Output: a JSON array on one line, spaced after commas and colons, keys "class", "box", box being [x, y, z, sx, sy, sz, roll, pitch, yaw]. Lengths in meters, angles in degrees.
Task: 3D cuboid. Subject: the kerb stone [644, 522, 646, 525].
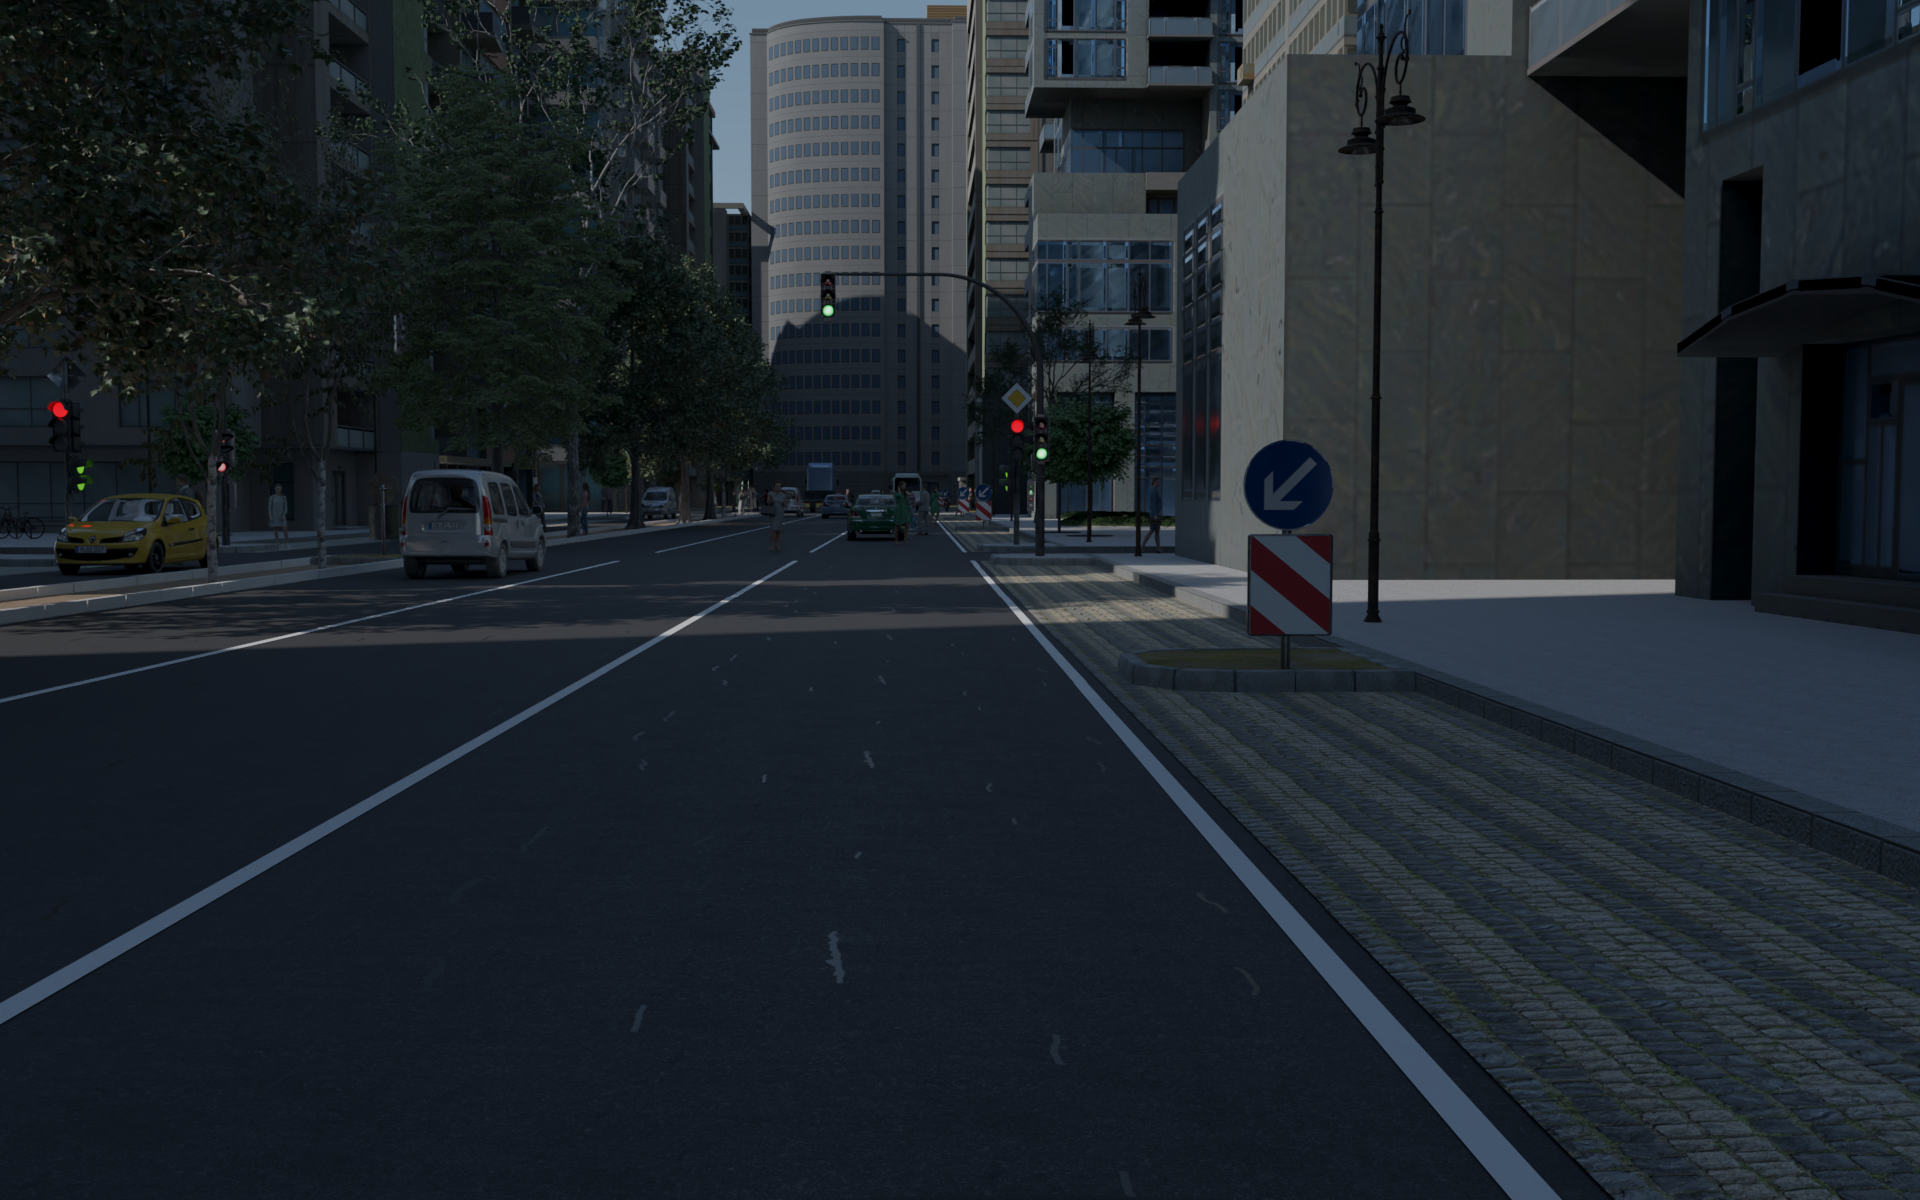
[{"class": "kerb stone", "box": [-14.258, -3.371, 77.309, 0.120, 0.150, 1.000, 0, 4, -2]}]

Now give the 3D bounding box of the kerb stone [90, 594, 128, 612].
[{"class": "kerb stone", "box": [-10.653, 0.042, 21.514, 0.120, 0.150, 1.000, 0, 4, -2]}]

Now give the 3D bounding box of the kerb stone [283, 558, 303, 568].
[{"class": "kerb stone", "box": [-13.082, -0.706, 33.735, 0.120, 0.150, 1.000, 0, 4, -2]}]

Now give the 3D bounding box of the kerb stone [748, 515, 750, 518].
[{"class": "kerb stone", "box": [-12.878, -5.004, 104.011, 0.120, 0.150, 1.000, 0, 4, -2]}]

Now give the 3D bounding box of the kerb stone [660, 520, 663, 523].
[{"class": "kerb stone", "box": [-14.396, -3.683, 82.432, 0.120, 0.150, 1.000, 0, 4, -2]}]

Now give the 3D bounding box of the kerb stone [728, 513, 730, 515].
[{"class": "kerb stone", "box": [-15.192, -5.504, 112.180, 0.120, 0.150, 1.000, 0, 4, -2]}]

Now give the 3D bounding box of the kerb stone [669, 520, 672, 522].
[{"class": "kerb stone", "box": [-14.478, -3.872, 85.507, 0.120, 0.150, 1.000, 0, 4, -2]}]

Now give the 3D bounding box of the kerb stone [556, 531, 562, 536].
[{"class": "kerb stone", "box": [-13.761, -2.243, 58.870, 0.120, 0.150, 1.000, 0, 4, -2]}]

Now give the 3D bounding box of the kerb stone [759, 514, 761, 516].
[{"class": "kerb stone", "box": [-13.065, -5.442, 111.177, 0.120, 0.150, 1.000, 0, 4, -2]}]

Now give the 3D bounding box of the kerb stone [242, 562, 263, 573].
[{"class": "kerb stone", "box": [-13.037, -0.580, 31.676, 0.120, 0.150, 1.000, 0, 4, -2]}]

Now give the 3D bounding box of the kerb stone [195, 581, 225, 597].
[{"class": "kerb stone", "box": [-10.739, -0.142, 24.592, 0.120, 0.150, 1.000, 0, 4, -2]}]

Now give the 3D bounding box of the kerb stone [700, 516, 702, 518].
[{"class": "kerb stone", "box": [-14.815, -4.623, 97.802, 0.120, 0.150, 1.000, 0, 4, -2]}]

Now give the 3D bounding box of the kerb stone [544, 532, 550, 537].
[{"class": "kerb stone", "box": [-13.708, -2.117, 56.816, 0.120, 0.150, 1.000, 0, 4, -2]}]

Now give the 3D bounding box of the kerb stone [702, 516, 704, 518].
[{"class": "kerb stone", "box": [-14.832, -4.687, 98.828, 0.120, 0.150, 1.000, 0, 4, -2]}]

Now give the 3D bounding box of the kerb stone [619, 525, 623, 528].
[{"class": "kerb stone", "box": [-14.093, -2.995, 71.164, 0.120, 0.150, 1.000, 0, 4, -2]}]

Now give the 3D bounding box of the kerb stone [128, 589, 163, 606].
[{"class": "kerb stone", "box": [-10.679, -0.021, 22.539, 0.120, 0.150, 1.000, 0, 4, -2]}]

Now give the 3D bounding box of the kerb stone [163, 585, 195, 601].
[{"class": "kerb stone", "box": [-10.708, -0.081, 23.561, 0.120, 0.150, 1.000, 0, 4, -2]}]

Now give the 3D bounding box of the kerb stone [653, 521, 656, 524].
[{"class": "kerb stone", "box": [-14.342, -3.559, 80.379, 0.120, 0.150, 1.000, 0, 4, -2]}]

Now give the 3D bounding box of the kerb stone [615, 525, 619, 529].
[{"class": "kerb stone", "box": [-14.067, -2.932, 70.142, 0.120, 0.150, 1.000, 0, 4, -2]}]

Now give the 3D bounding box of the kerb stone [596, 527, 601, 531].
[{"class": "kerb stone", "box": [-13.953, -2.682, 66.041, 0.120, 0.150, 1.000, 0, 4, -2]}]

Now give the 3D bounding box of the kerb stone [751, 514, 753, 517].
[{"class": "kerb stone", "box": [-12.926, -5.129, 106.062, 0.120, 0.150, 1.000, 0, 4, -2]}]

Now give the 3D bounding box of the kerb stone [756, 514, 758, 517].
[{"class": "kerb stone", "box": [-13.015, -5.317, 109.128, 0.120, 0.150, 1.000, 0, 4, -2]}]

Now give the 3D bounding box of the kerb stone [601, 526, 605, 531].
[{"class": "kerb stone", "box": [-13.986, -2.743, 67.062, 0.120, 0.150, 1.000, 0, 4, -2]}]

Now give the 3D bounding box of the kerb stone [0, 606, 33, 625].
[{"class": "kerb stone", "box": [-10.601, 0.167, 19.471, 0.120, 0.150, 1.000, 0, 4, -2]}]

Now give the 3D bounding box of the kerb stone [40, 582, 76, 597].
[{"class": "kerb stone", "box": [-12.836, -0.139, 24.479, 0.120, 0.150, 1.000, 0, 4, -2]}]

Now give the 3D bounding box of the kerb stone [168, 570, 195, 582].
[{"class": "kerb stone", "box": [-12.948, -0.384, 28.601, 0.120, 0.150, 1.000, 0, 4, -2]}]

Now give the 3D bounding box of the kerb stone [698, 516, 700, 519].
[{"class": "kerb stone", "box": [-14.784, -4.560, 96.780, 0.120, 0.150, 1.000, 0, 4, -2]}]

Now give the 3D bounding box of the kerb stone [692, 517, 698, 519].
[{"class": "kerb stone", "box": [-14.754, -4.497, 95.758, 0.120, 0.150, 1.000, 0, 4, -2]}]

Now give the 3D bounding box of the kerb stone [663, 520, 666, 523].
[{"class": "kerb stone", "box": [-14.426, -3.743, 83.458, 0.120, 0.150, 1.000, 0, 4, -2]}]

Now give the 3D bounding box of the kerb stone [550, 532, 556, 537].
[{"class": "kerb stone", "box": [-13.733, -2.175, 57.846, 0.120, 0.150, 1.000, 0, 4, -2]}]

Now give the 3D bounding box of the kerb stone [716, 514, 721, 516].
[{"class": "kerb stone", "box": [-15.058, -5.190, 107.049, 0.120, 0.150, 1.000, 0, 4, -2]}]

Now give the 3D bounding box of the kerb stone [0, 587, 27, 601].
[{"class": "kerb stone", "box": [-12.805, -0.072, 23.451, 0.120, 0.150, 1.000, 0, 4, -2]}]

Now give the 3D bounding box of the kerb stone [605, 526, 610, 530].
[{"class": "kerb stone", "box": [-14.009, -2.807, 68.087, 0.120, 0.150, 1.000, 0, 4, -2]}]

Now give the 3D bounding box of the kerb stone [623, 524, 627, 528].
[{"class": "kerb stone", "box": [-14.125, -3.058, 72.186, 0.120, 0.150, 1.000, 0, 4, -2]}]

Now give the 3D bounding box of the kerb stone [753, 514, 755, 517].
[{"class": "kerb stone", "box": [-12.954, -5.192, 107.084, 0.120, 0.150, 1.000, 0, 4, -2]}]

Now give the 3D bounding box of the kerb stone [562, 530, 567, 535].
[{"class": "kerb stone", "box": [-13.796, -2.306, 59.901, 0.120, 0.150, 1.000, 0, 4, -2]}]

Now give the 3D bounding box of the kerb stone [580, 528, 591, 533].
[{"class": "kerb stone", "box": [-13.900, -2.555, 63.995, 0.120, 0.150, 1.000, 0, 4, -2]}]

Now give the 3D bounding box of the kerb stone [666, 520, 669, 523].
[{"class": "kerb stone", "box": [-14.447, -3.810, 84.481, 0.120, 0.150, 1.000, 0, 4, -2]}]

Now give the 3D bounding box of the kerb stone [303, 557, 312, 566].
[{"class": "kerb stone", "box": [-13.119, -0.768, 34.756, 0.120, 0.150, 1.000, 0, 4, -2]}]

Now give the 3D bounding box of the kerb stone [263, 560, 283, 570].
[{"class": "kerb stone", "box": [-13.067, -0.642, 32.700, 0.120, 0.150, 1.000, 0, 4, -2]}]

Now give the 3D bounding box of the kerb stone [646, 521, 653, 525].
[{"class": "kerb stone", "box": [-14.315, -3.496, 79.356, 0.120, 0.150, 1.000, 0, 4, -2]}]

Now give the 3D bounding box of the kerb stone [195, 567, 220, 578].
[{"class": "kerb stone", "box": [-12.971, -0.452, 29.623, 0.120, 0.150, 1.000, 0, 4, -2]}]

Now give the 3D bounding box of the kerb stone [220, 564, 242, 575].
[{"class": "kerb stone", "box": [-13.003, -0.517, 30.655, 0.120, 0.150, 1.000, 0, 4, -2]}]

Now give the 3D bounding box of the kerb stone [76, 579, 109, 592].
[{"class": "kerb stone", "box": [-12.860, -0.201, 25.506, 0.120, 0.150, 1.000, 0, 4, -2]}]

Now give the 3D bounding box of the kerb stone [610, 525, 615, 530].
[{"class": "kerb stone", "box": [-14.034, -2.864, 69.118, 0.120, 0.150, 1.000, 0, 4, -2]}]

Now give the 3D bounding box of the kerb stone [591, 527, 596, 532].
[{"class": "kerb stone", "box": [-13.925, -2.619, 65.017, 0.120, 0.150, 1.000, 0, 4, -2]}]

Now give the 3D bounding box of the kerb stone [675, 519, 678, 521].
[{"class": "kerb stone", "box": [-14.530, -3.993, 87.560, 0.120, 0.150, 1.000, 0, 4, -2]}]

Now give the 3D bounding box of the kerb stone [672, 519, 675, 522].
[{"class": "kerb stone", "box": [-14.510, -3.935, 86.537, 0.120, 0.150, 1.000, 0, 4, -2]}]

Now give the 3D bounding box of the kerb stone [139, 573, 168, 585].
[{"class": "kerb stone", "box": [-12.920, -0.329, 27.573, 0.120, 0.150, 1.000, 0, 4, -2]}]

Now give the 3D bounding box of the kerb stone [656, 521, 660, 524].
[{"class": "kerb stone", "box": [-14.365, -3.621, 81.401, 0.120, 0.150, 1.000, 0, 4, -2]}]

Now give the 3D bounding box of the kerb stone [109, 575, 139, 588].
[{"class": "kerb stone", "box": [-12.901, -0.255, 26.538, 0.120, 0.150, 1.000, 0, 4, -2]}]

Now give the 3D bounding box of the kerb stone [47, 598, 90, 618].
[{"class": "kerb stone", "box": [-10.630, 0.106, 20.493, 0.120, 0.150, 1.000, 0, 4, -2]}]
